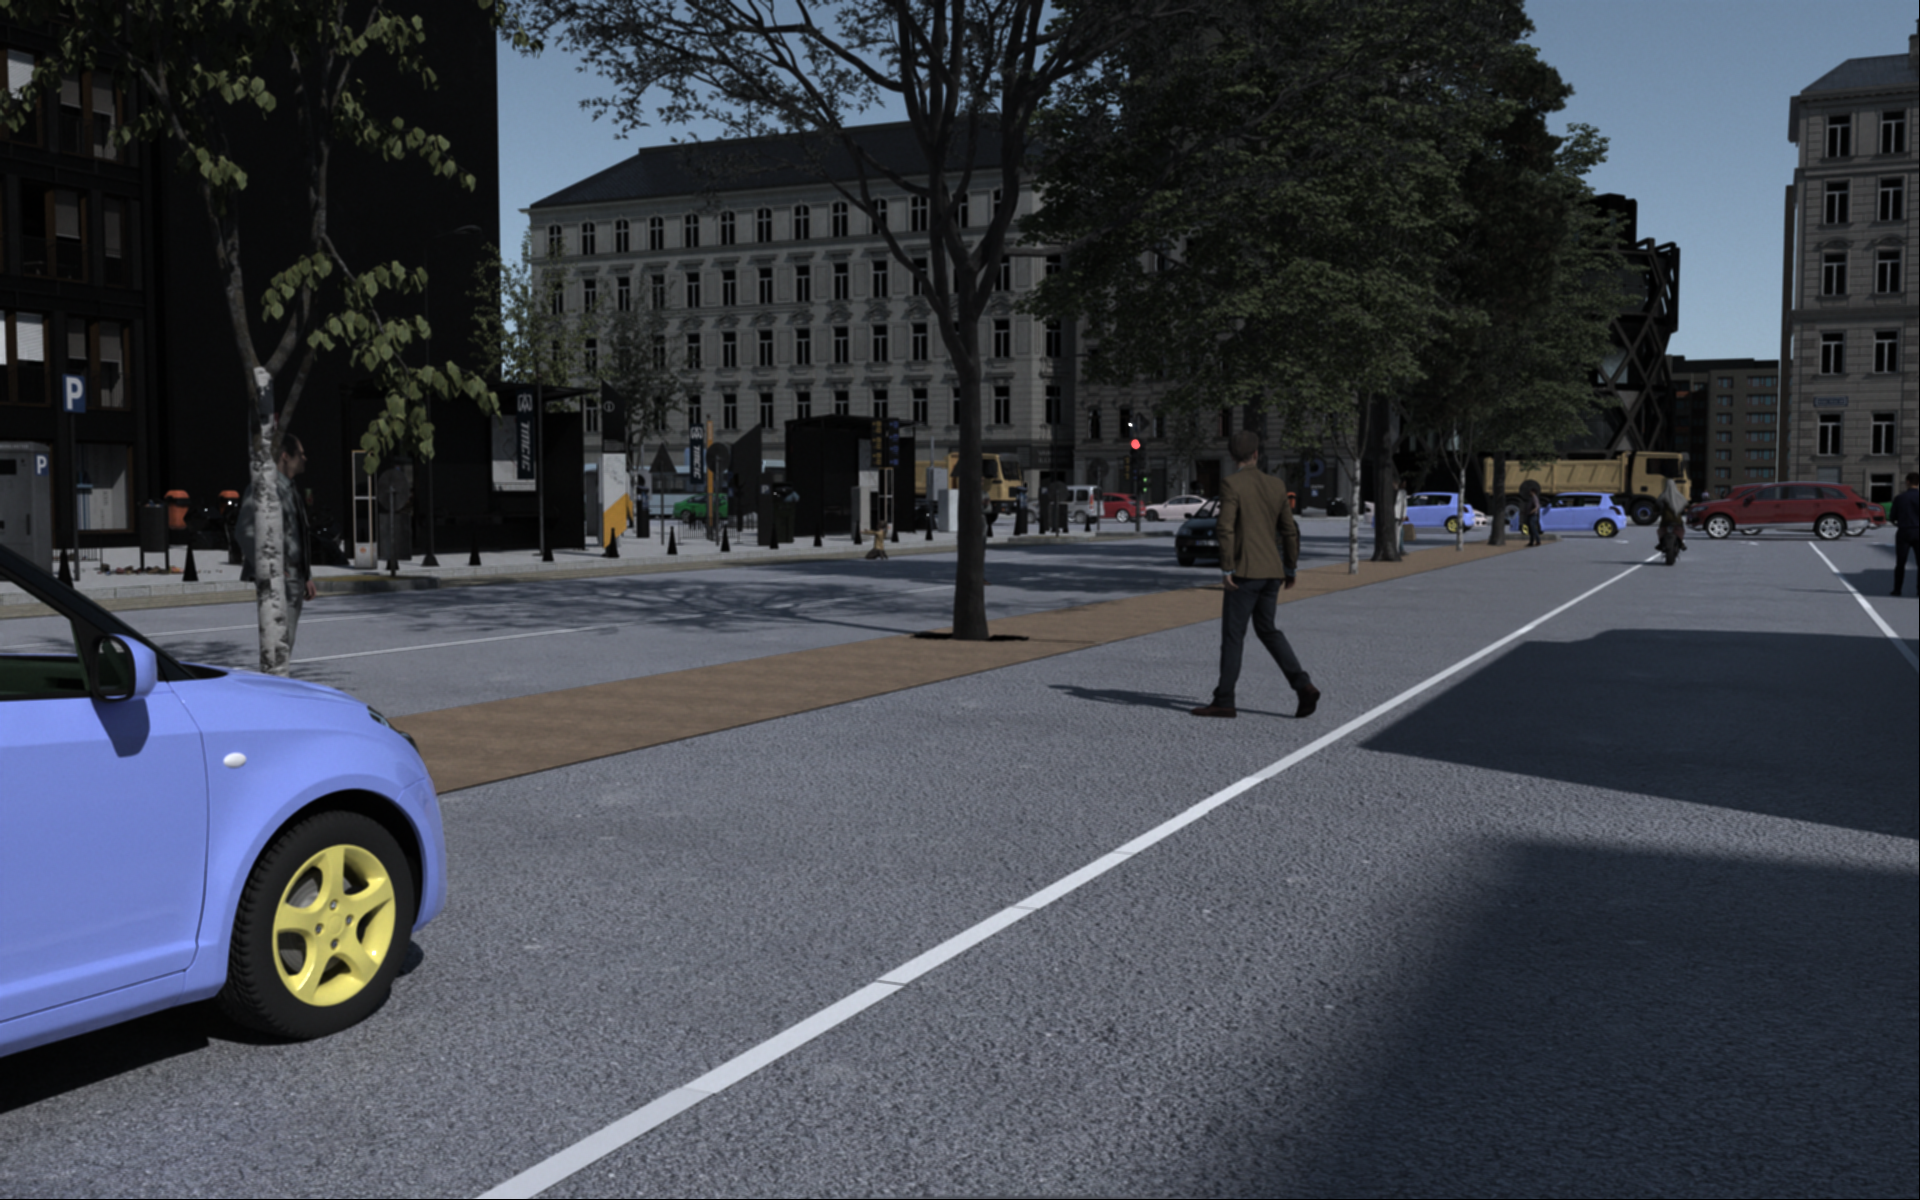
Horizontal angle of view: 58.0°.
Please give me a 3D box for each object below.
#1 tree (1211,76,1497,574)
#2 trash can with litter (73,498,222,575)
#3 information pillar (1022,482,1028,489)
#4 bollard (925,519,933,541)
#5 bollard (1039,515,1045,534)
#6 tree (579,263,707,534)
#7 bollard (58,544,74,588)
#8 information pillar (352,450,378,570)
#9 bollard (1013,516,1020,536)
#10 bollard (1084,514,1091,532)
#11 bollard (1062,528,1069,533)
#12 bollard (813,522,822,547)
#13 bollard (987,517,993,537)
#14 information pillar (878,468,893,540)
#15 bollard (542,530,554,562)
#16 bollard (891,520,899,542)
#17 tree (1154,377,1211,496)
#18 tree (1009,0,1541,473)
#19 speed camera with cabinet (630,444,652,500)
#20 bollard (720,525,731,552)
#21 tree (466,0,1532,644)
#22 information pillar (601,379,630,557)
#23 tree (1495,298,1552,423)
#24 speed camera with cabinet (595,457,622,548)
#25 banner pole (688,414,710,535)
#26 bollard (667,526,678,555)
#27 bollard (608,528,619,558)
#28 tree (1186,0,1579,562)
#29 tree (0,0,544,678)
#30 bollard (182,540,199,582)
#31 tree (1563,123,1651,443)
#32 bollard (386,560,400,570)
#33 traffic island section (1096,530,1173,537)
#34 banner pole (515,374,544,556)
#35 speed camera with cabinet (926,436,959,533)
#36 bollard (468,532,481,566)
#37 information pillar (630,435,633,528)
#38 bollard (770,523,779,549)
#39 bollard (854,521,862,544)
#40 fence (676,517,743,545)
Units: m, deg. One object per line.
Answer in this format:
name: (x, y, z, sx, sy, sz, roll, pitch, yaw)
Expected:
tree: (7.091, -4.769, 30.799, 4.360, 8.622, 3.978, 0, 3, 0)
trash can with litter: (-13.320, -1.043, 28.117, 2.233, 1.210, 1.678, 1, 4, 18)
information pillar: (3.886, -6.097, 104.180, 0.304, 2.012, 0.304, -1, 4, -19)
bollard: (-0.856, -1.949, 47.903, 0.229, 0.601, 0.229, 0, 3, 0)
bollard: (2.624, -2.405, 55.361, 0.229, 0.601, 0.229, 0, 3, 0)
tree: (-10.478, -6.475, 56.235, 4.360, 8.622, 3.978, 0, 3, 0)
bollard: (-12.196, -0.461, 23.582, 0.229, 0.601, 0.229, 0, 3, 0)
information pillar: (-10.077, -1.519, 29.335, 0.304, 2.012, 0.304, 0, 4, -1)
bollard: (1.754, -2.291, 53.496, 0.229, 0.601, 0.229, 0, 3, 0)
bollard: (4.356, -2.633, 59.086, 0.229, 0.601, 0.229, 0, 3, 0)
bollard: (3.489, -2.519, 57.225, 0.229, 0.601, 0.229, 0, 3, 0)
bollard: (-3.474, -1.605, 42.287, 0.229, 0.601, 0.229, 0, 3, 0)
bollard: (0.883, -2.177, 51.637, 0.229, 0.601, 0.229, 0, 3, 0)
information pillar: (-2.093, -2.705, 48.723, 0.304, 2.012, 0.304, 3, 5, 41)
bollard: (-7.837, -1.033, 32.927, 0.229, 0.601, 0.229, 0, 3, 0)
bollard: (-1.729, -1.834, 46.034, 0.229, 0.601, 0.229, 0, 3, 0)
tree: (13.471, -9.363, 103.442, 4.360, 8.622, 3.978, 0, 3, 0)
tree: (4.334, -6.406, 25.329, 7.486, 12.596, 7.792, 0, 3, 0)
speed camera with cabinet: (-12.488, -4.272, 64.186, 2.038, 3.252, 0.660, 1, 4, 10)
bollard: (-5.224, -1.376, 38.540, 0.229, 0.601, 0.229, 0, 3, 0)
tree: (0.068, -6.337, 16.440, 12.009, 13.543, 11.850, 0, 3, 0)
information pillar: (-7.071, -2.690, 35.333, 0.504, 3.616, 0.183, -1, 4, -23)
tree: (12.570, -5.530, 43.243, 4.360, 8.622, 3.978, 0, 3, 0)
speed camera with cabinet: (-8.509, -2.913, 41.967, 0.660, 3.252, 2.038, -1, 4, -12)
banner pole: (-8.072, -3.924, 54.178, 0.863, 3.779, 0.401, -2, 4, -28)
bollard: (-6.095, -1.262, 36.671, 0.229, 0.601, 0.229, 0, 3, 0)
bollard: (-6.970, -1.147, 34.795, 0.229, 0.601, 0.229, 0, 3, 0)
tree: (8.933, -7.750, 36.590, 7.806, 13.903, 7.818, 0, 3, 0)
tree: (-3.543, -3.394, 8.314, 4.737, 8.622, 4.395, 0, 3, 0)
bollard: (-11.319, -0.576, 25.457, 0.229, 0.601, 0.229, 0, 3, 0)
tree: (15.140, -7.827, 48.560, 7.486, 12.596, 7.792, 0, 3, 0)
bollard: (-9.573, -0.805, 29.203, 0.229, 0.601, 0.229, 0, 3, 0)
traffic island section: (6.074, -2.267, 59.343, 2.009, 0.180, 2.903, 2, 4, 25)
banner pole: (-8.941, -2.823, 36.172, 0.863, 3.779, 0.401, 2, 4, 26)
speed camera with cabinet: (-0.514, -3.928, 58.566, 0.660, 3.252, 2.038, -1, 4, -23)
bollard: (-8.705, -0.919, 31.066, 0.229, 0.601, 0.229, 0, 3, 0)
information pillar: (-12.571, -4.559, 65.900, 0.183, 3.616, 0.504, 1, 4, 17)
bollard: (-4.341, -1.491, 40.426, 0.229, 0.601, 0.229, 0, 3, 0)
bollard: (-2.603, -1.720, 44.158, 0.229, 0.601, 0.229, 0, 3, 0)
fence: (-6.433, -1.779, 44.460, 0.278, 0.683, 2.069, 3, 5, 42)
